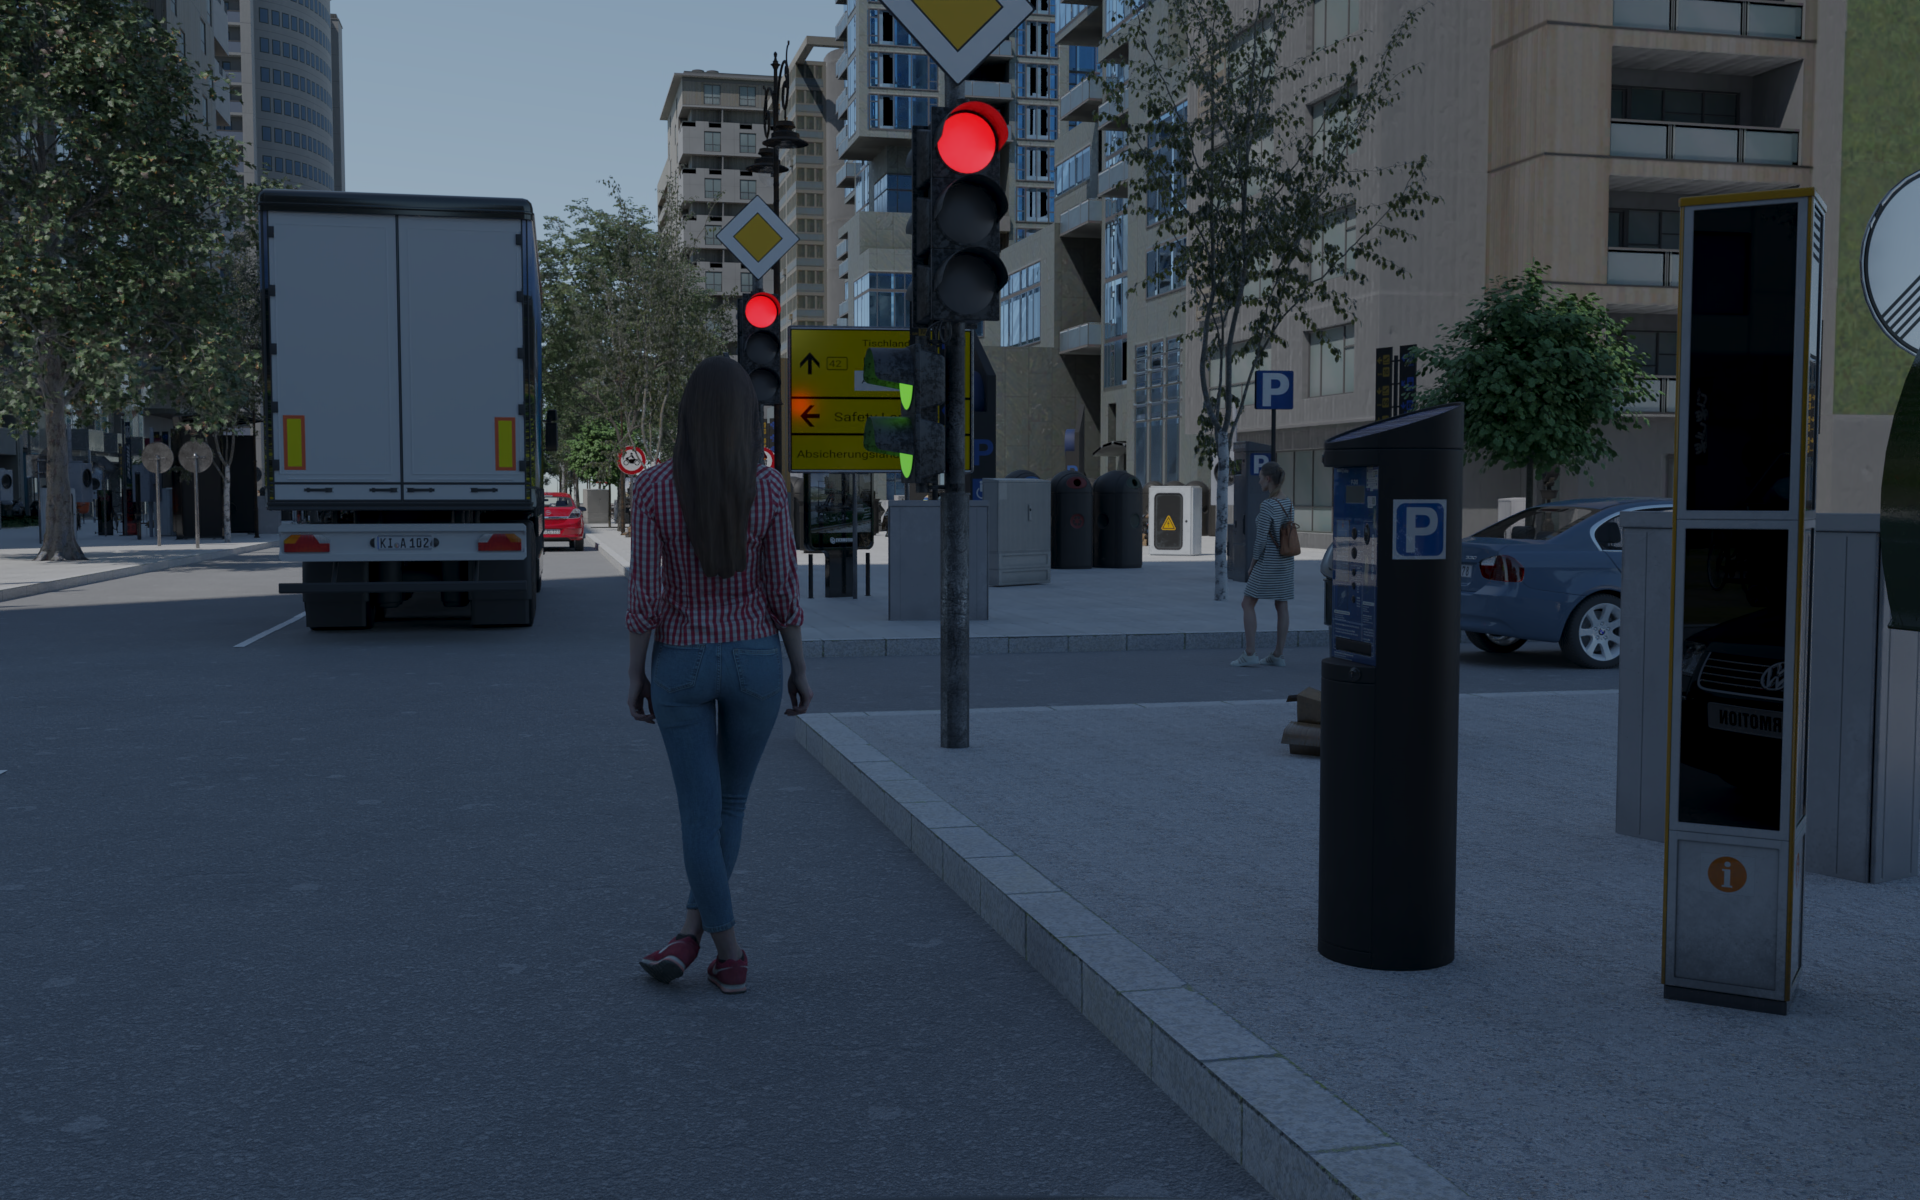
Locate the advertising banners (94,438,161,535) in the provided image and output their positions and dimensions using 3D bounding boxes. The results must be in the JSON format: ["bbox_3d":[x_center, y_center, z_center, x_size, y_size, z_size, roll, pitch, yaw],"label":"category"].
[{"bbox_3d":[-25.754,-3.514,53.640,2.074,3.025,0.090,0,4,-3],"label":"advertising banners"}]

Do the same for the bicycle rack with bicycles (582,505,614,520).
[{"bbox_3d":[-17.013,-4.336,84.281,2.925,0.926,2.852,-3,4,-37],"label":"bicycle rack with bicycles"}]

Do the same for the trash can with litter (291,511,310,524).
[{"bbox_3d":[-28.345,-3.895,74.736,1.678,1.210,2.233,0,4,-3],"label":"trash can with litter"}]

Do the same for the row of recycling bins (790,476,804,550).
[{"bbox_3d":[-3.792,-2.060,40.786,1.069,1.692,3.534,1,4,16],"label":"row of recycling bins"}]

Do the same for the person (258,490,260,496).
[{"bbox_3d":[-65.842,-9.426,162.625,0.705,1.823,1.348,-2,4,-30],"label":"person"}]

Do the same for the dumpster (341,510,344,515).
[{"bbox_3d":[-29.886,-4.910,82.765,1.502,2.255,1.985,-1,4,-14],"label":"dumpster"}]

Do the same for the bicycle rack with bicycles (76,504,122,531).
[{"bbox_3d":[-30.672,-2.910,60.965,2.852,0.926,2.925,-1,4,-15],"label":"bicycle rack with bicycles"}]

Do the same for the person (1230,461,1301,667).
[{"bbox_3d":[2.596,-0.300,14.410,0.522,1.701,0.512,3,5,41],"label":"person"}]

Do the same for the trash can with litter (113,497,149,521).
[{"bbox_3d":[-39.218,-4.321,81.714,2.233,1.210,1.678,2,4,23],"label":"trash can with litter"}]

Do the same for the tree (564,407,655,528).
[{"bbox_3d":[-13.266,-5.010,65.634,4.285,4.588,4.351,0,3,0],"label":"tree"}]

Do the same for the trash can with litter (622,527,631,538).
[{"bbox_3d":[-9.446,-2.443,51.322,1.055,1.170,0.624,-2,4,-32],"label":"trash can with litter"}]

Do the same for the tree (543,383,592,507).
[{"bbox_3d":[-31.557,-13.224,141.969,9.928,11.665,9.643,0,3,0],"label":"tree"}]

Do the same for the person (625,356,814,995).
[{"bbox_3d":[-0.688,0.214,5.012,0.555,1.821,0.388,-2,4,-26],"label":"person"}]

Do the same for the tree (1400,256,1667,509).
[{"bbox_3d":[7.911,-2.452,23.810,4.285,4.588,4.351,0,3,0],"label":"tree"}]

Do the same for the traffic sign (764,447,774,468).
[{"bbox_3d":[-5.313,-2.836,46.474,0.768,2.556,0.104,0,4,-4],"label":"traffic sign"}]

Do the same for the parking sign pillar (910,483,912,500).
[{"bbox_3d":[-1.411,-4.579,63.333,1.447,3.967,1.447,3,5,39],"label":"parking sign pillar"}]

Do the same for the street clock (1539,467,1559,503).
[{"bbox_3d":[11.100,-1.718,32.662,0.358,2.002,0.471,0,4,0],"label":"street clock"}]

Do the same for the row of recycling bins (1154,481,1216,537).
[{"bbox_3d":[6.989,-2.832,53.413,1.069,1.692,3.534,-3,5,-42],"label":"row of recycling bins"}]

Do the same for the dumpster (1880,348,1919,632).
[{"bbox_3d":[2.957,-0.034,3.050,1.502,2.255,1.985,-1,4,-14],"label":"dumpster"}]

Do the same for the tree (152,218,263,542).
[{"bbox_3d":[-19.482,-5.845,45.932,4.360,8.622,3.978,0,3,0],"label":"tree"}]

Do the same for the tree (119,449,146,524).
[{"bbox_3d":[-35.329,-4.889,74.533,1.663,3.219,1.824,0,3,0],"label":"tree"}]

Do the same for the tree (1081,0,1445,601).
[{"bbox_3d":[3.375,-4.303,20.723,4.360,8.622,3.978,0,3,0],"label":"tree"}]

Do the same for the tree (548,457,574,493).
[{"bbox_3d":[-49.847,-16.299,216.850,4.737,8.622,4.395,0,3,0],"label":"tree"}]

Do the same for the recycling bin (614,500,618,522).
[{"bbox_3d":[-15.323,-4.064,79.007,0.722,1.027,0.722,-2,4,-31],"label":"recycling bin"}]

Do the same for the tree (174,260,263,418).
[{"bbox_3d":[-23.715,-7.709,60.453,7.601,10.594,8.767,0,4,-7],"label":"tree"}]

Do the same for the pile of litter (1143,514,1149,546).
[{"bbox_3d":[4.477,-1.784,43.139,1.176,0.858,1.719,0,4,0],"label":"pile of litter"}]

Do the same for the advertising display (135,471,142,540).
[{"bbox_3d":[-23.238,-2.677,48.983,0.123,1.923,0.974,-2,4,-26],"label":"advertising display"}]

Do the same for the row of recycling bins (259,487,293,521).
[{"bbox_3d":[-32.579,-4.677,83.589,1.069,1.692,3.534,0,4,8],"label":"row of recycling bins"}]

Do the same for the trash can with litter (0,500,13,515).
[{"bbox_3d":[-39.183,-3.668,71.353,1.055,1.170,0.624,3,4,39],"label":"trash can with litter"}]

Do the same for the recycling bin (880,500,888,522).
[{"bbox_3d":[-2.810,-3.552,70.627,0.722,1.027,0.722,-2,4,-28],"label":"recycling bin"}]

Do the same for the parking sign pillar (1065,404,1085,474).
[{"bbox_3d":[3.415,-3.851,51.441,1.447,3.967,1.447,1,4,11],"label":"parking sign pillar"}]

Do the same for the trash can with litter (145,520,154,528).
[{"bbox_3d":[-30.460,-3.331,65.855,1.055,1.170,0.624,0,4,0],"label":"trash can with litter"}]

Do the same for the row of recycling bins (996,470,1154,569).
[{"bbox_3d":[1.466,-1.378,29.644,3.534,1.692,1.069,-2,4,-24],"label":"row of recycling bins"}]

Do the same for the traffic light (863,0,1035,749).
[{"bbox_3d":[-0.045,-1.208,8.679,0.839,4.253,0.868,-1,4,-14],"label":"traffic light"}]

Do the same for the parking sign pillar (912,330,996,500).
[{"bbox_3d":[0.180,-2.361,27.070,1.447,3.967,1.447,-1,4,-16],"label":"parking sign pillar"}]

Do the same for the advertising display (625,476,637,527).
[{"bbox_3d":[-11.858,-3.534,62.993,0.974,1.923,0.123,-1,4,-12],"label":"advertising display"}]

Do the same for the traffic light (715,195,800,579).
[{"bbox_3d":[-1.931,-1.683,16.439,0.839,4.253,0.868,-1,4,-14],"label":"traffic light"}]

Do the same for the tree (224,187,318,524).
[{"bbox_3d":[-26.602,-9.795,70.512,12.009,13.543,11.850,0,3,0],"label":"tree"}]

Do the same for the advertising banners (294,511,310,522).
[{"bbox_3d":[-29.374,-4.938,76.919,0.090,3.025,2.074,-3,5,-42],"label":"advertising banners"}]

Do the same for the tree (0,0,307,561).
[{"bbox_3d":[-17.503,-7.109,33.240,9.611,12.733,9.660,0,3,0],"label":"tree"}]

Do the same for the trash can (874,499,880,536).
[{"bbox_3d":[-2.814,-2.563,53.561,0.748,1.137,0.748,0,3,0],"label":"trash can"}]

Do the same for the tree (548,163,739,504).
[{"bbox_3d":[-6.995,-5.433,39.189,4.360,8.622,3.978,0,3,0],"label":"tree"}]

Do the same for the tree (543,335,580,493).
[{"bbox_3d":[-43.849,-20.833,196.513,12.611,20.169,13.585,0,3,0],"label":"tree"}]

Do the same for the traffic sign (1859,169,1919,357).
[{"bbox_3d":[3.817,-0.408,6.773,0.768,2.556,0.104,0,4,-8],"label":"traffic sign"}]

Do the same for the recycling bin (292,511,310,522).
[{"bbox_3d":[-30.664,-4.177,80.842,0.722,1.027,0.722,0,4,8],"label":"recycling bin"}]

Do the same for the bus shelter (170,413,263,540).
[{"bbox_3d":[-22.062,-3.703,51.823,1.731,3.624,6.357,-1,4,-14],"label":"bus shelter"}]

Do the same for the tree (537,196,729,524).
[{"bbox_3d":[-14.433,-10.258,74.380,9.857,13.997,8.962,0,3,0],"label":"tree"}]

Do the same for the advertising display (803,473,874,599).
[{"bbox_3d":[-1.500,-0.996,21.503,0.974,1.923,0.123,-3,4,-37],"label":"advertising display"}]

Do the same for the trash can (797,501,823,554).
[{"bbox_3d":[-3.171,-1.584,37.557,0.748,1.137,0.748,0,3,0],"label":"trash can"}]

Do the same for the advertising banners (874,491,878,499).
[{"bbox_3d":[-4.233,-4.345,67.230,2.074,3.025,0.090,0,4,-5],"label":"advertising banners"}]

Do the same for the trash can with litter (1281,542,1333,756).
[{"bbox_3d":[2.060,0.163,8.724,0.624,1.170,1.055,2,4,34],"label":"trash can with litter"}]

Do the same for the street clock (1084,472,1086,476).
[{"bbox_3d":[3.674,-2.985,53.379,0.358,2.002,0.471,2,4,35],"label":"street clock"}]

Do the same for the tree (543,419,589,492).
[{"bbox_3d":[-52.628,-19.041,228.319,9.611,12.733,9.660,0,3,0],"label":"tree"}]

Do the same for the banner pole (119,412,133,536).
[{"bbox_3d":[-25.430,-3.844,52.873,0.401,3.779,0.863,-3,5,-44],"label":"banner pole"}]

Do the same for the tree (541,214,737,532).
[{"bbox_3d":[-11.526,-7.594,58.578,8.767,10.594,7.601,-1,4,-14],"label":"tree"}]

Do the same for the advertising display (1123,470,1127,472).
[{"bbox_3d":[4.479,-2.586,47.490,0.123,1.923,0.974,1,4,10],"label":"advertising display"}]

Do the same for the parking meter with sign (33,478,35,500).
[{"bbox_3d":[-40.544,-4.974,77.586,1.738,3.016,0.543,-1,4,-23],"label":"parking meter with sign"}]

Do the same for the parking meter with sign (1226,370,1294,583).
[{"bbox_3d":[4.312,-1.778,25.324,0.543,3.016,1.738,-1,4,-8],"label":"parking meter with sign"}]

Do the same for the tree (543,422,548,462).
[{"bbox_3d":[-27.801,-10.611,123.857,4.360,8.622,3.978,0,3,0],"label":"tree"}]
